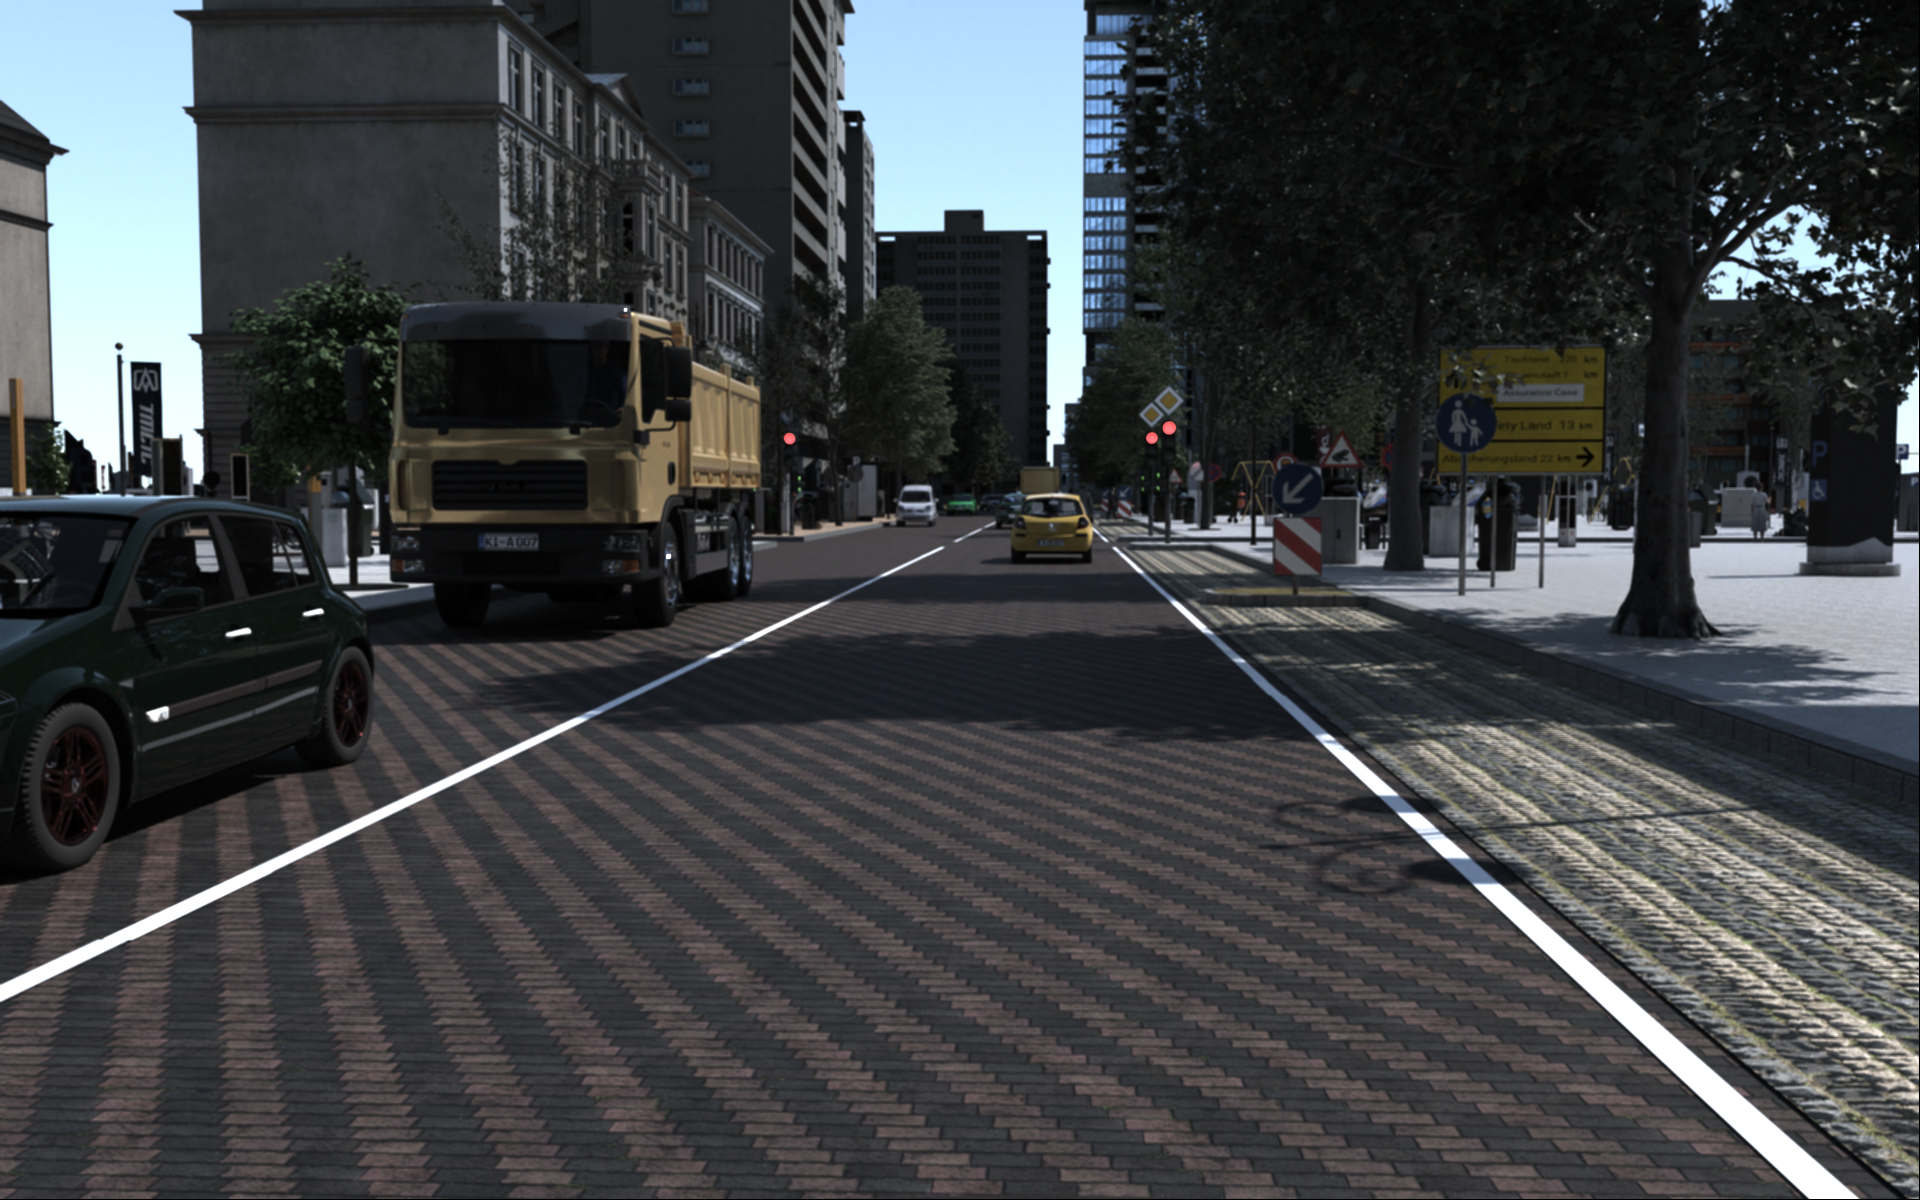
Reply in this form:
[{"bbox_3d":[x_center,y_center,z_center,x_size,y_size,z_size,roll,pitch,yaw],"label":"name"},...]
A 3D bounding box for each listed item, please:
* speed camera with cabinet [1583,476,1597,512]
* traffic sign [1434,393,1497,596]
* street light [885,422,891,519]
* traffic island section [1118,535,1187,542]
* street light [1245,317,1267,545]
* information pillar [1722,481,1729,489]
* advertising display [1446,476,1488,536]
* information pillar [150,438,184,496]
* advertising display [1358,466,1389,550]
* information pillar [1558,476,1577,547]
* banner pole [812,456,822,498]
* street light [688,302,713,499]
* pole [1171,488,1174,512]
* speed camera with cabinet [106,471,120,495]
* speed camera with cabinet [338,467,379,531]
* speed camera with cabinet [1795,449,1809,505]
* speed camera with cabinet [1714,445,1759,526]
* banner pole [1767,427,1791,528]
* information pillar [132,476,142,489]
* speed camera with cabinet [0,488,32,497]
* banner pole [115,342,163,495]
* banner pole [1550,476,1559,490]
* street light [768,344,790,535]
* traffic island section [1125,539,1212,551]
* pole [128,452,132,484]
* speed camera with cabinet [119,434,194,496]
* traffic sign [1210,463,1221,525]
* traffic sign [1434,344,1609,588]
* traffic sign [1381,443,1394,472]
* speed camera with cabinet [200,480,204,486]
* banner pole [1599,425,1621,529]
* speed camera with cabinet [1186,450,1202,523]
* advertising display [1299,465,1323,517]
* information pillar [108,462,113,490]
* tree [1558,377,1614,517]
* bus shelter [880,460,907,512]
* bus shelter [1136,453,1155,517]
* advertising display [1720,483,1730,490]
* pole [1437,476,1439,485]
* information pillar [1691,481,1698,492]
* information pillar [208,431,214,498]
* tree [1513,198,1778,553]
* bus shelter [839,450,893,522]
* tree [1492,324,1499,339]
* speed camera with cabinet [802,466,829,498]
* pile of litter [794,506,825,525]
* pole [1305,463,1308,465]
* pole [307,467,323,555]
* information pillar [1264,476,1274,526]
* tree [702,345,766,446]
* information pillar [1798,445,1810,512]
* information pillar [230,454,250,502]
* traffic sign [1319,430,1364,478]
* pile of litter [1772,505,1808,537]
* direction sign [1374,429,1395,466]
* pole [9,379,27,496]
[{"bbox_3d":[39.189,-7.051,109.617,2.038,3.252,0.660,3,5,41],"label":"speed camera with cabinet"},{"bbox_3d":[6.347,-1.329,21.830,0.768,2.556,0.104,0,4,4],"label":"traffic sign"},{"bbox_3d":[-3.674,-7.089,88.699,0.468,5.910,1.993,0,4,3],"label":"street light"},{"bbox_3d":[5.851,-1.874,52.923,2.009,0.180,2.903,0,4,3],"label":"traffic island section"},{"bbox_3d":[7.373,-4.315,43.345,0.468,5.910,1.993,0,4,3],"label":"street light"},{"bbox_3d":[42.234,-5.574,95.620,0.304,2.012,0.304,2,4,27],"label":"information pillar"},{"bbox_3d":[11.786,-2.145,40.279,0.974,1.923,0.123,-1,4,-11],"label":"advertising display"},{"bbox_3d":[-10.442,-1.123,22.860,0.304,2.012,0.304,3,5,44],"label":"information pillar"},{"bbox_3d":[9.531,-2.126,39.975,0.974,1.923,0.123,-3,4,-38],"label":"advertising display"},{"bbox_3d":[14.652,-2.279,41.752,0.304,2.012,0.304,-2,4,-30],"label":"information pillar"},{"bbox_3d":[-9.490,-7.609,114.416,0.863,3.779,0.401,-2,4,-33],"label":"banner pole"},{"bbox_3d":[-6.309,-4.217,41.736,0.468,5.910,1.993,0,4,3],"label":"street light"},{"bbox_3d":[15.053,-7.882,122.714,0.158,3.312,0.155,0,3,0],"label":"pole"},{"bbox_3d":[-34.288,-4.658,70.488,0.660,3.252,2.038,-2,4,-35],"label":"speed camera with cabinet"},{"bbox_3d":[-20.431,-3.993,59.629,0.660,3.252,2.038,2,4,28],"label":"speed camera with cabinet"},{"bbox_3d":[36.935,-4.914,74.685,0.660,3.252,2.038,-1,4,-21],"label":"speed camera with cabinet"},{"bbox_3d":[30.957,-4.601,69.564,2.038,3.252,0.660,0,4,1],"label":"speed camera with cabinet"},{"bbox_3d":[30.509,-4.567,64.694,0.863,3.779,0.401,0,4,5],"label":"banner pole"},{"bbox_3d":[-31.116,-3.733,65.520,0.304,2.012,0.304,-1,4,-15],"label":"information pillar"},{"bbox_3d":[-25.889,-3.170,46.164,0.660,3.252,2.038,2,4,30],"label":"speed camera with cabinet"},{"bbox_3d":[-13.675,-2.372,28.802,0.863,3.779,0.401,-2,4,-29],"label":"banner pole"},{"bbox_3d":[41.463,-7.934,119.743,0.863,3.779,0.401,-1,4,-18],"label":"banner pole"},{"bbox_3d":[-5.606,-4.947,53.664,0.468,5.910,1.993,0,4,3],"label":"street light"},{"bbox_3d":[5.413,-1.386,44.950,2.009,0.180,2.903,0,4,3],"label":"traffic island section"},{"bbox_3d":[-39.877,-5.470,83.276,0.158,3.312,0.155,0,3,0],"label":"pole"},{"bbox_3d":[-26.328,-3.826,56.885,2.038,3.252,0.660,-1,4,-8],"label":"speed camera with cabinet"},{"bbox_3d":[10.412,-4.375,71.641,0.768,2.556,0.104,0,4,6],"label":"traffic sign"},{"bbox_3d":[7.642,-1.822,23.662,2.265,3.308,0.079,0,4,8],"label":"traffic sign"},{"bbox_3d":[10.664,-2.583,42.345,0.768,2.556,0.104,1,4,9],"label":"traffic sign"},{"bbox_3d":[-45.193,-6.806,105.613,2.038,3.252,0.660,-3,5,-42],"label":"speed camera with cabinet"},{"bbox_3d":[23.674,-4.460,62.932,0.863,3.779,0.401,1,4,8],"label":"banner pole"},{"bbox_3d":[10.426,-5.058,77.032,0.660,3.252,2.038,0,4,6],"label":"speed camera with cabinet"},{"bbox_3d":[7.899,-2.049,38.713,0.123,1.923,0.974,-2,4,-29],"label":"advertising display"},{"bbox_3d":[-61.758,-8.233,125.957,0.183,3.616,0.504,0,4,-1],"label":"information pillar"},{"bbox_3d":[35.072,-9.004,97.577,4.737,8.622,4.395,0,3,0],"label":"tree"},{"bbox_3d":[-4.539,-8.049,122.884,1.731,3.624,6.357,0,4,3],"label":"bus shelter"},{"bbox_3d":[11.278,-6.710,100.989,1.731,3.624,6.357,0,4,3],"label":"bus shelter"},{"bbox_3d":[43.306,-5.681,98.098,0.123,1.923,0.974,0,4,-2],"label":"advertising display"},{"bbox_3d":[33.920,-7.896,122.943,0.158,3.312,0.155,0,3,0],"label":"pole"},{"bbox_3d":[41.222,-5.672,97.237,0.304,2.012,0.304,1,4,21],"label":"information pillar"},{"bbox_3d":[-27.971,-4.486,64.696,0.183,3.616,0.504,-1,4,-15],"label":"information pillar"},{"bbox_3d":[14.414,-5.314,37.246,4.360,8.622,3.978,0,3,0],"label":"tree"},{"bbox_3d":[-4.461,-5.432,82.741,2.014,3.302,5.546,0,4,3],"label":"bus shelter"},{"bbox_3d":[20.182,-7.015,65.056,4.360,8.622,3.978,0,3,0],"label":"tree"},{"bbox_3d":[-10.190,-7.886,123.266,2.038,3.252,0.660,1,4,21],"label":"speed camera with cabinet"},{"bbox_3d":[-6.461,-3.633,73.366,1.719,0.858,1.176,-2,4,-28],"label":"pile of litter"},{"bbox_3d":[22.840,-7.369,114.321,0.158,3.312,0.155,0,3,0],"label":"pole"},{"bbox_3d":[-10.314,-2.068,27.651,0.158,3.312,0.155,0,3,0],"label":"pole"},{"bbox_3d":[12.246,-3.922,68.609,0.304,2.012,0.304,0,4,-4],"label":"information pillar"},{"bbox_3d":[-11.371,-8.278,85.710,4.737,8.622,4.395,0,3,0],"label":"tree"},{"bbox_3d":[40.300,-5.591,82.772,0.504,3.616,0.183,0,4,7],"label":"information pillar"},{"bbox_3d":[-13.237,-1.675,31.878,0.304,2.012,0.304,-1,4,-21],"label":"information pillar"},{"bbox_3d":[7.710,-2.144,35.051,0.884,2.594,0.081,1,4,11],"label":"traffic sign"},{"bbox_3d":[25.089,-2.330,52.064,1.176,0.858,1.719,-1,4,-13],"label":"pile of litter"},{"bbox_3d":[14.782,-4.157,59.971,0.876,3.537,0.379,2,4,24],"label":"direction sign"},{"bbox_3d":[-16.678,-2.254,30.690,0.158,3.312,0.155,0,3,0],"label":"pole"}]
